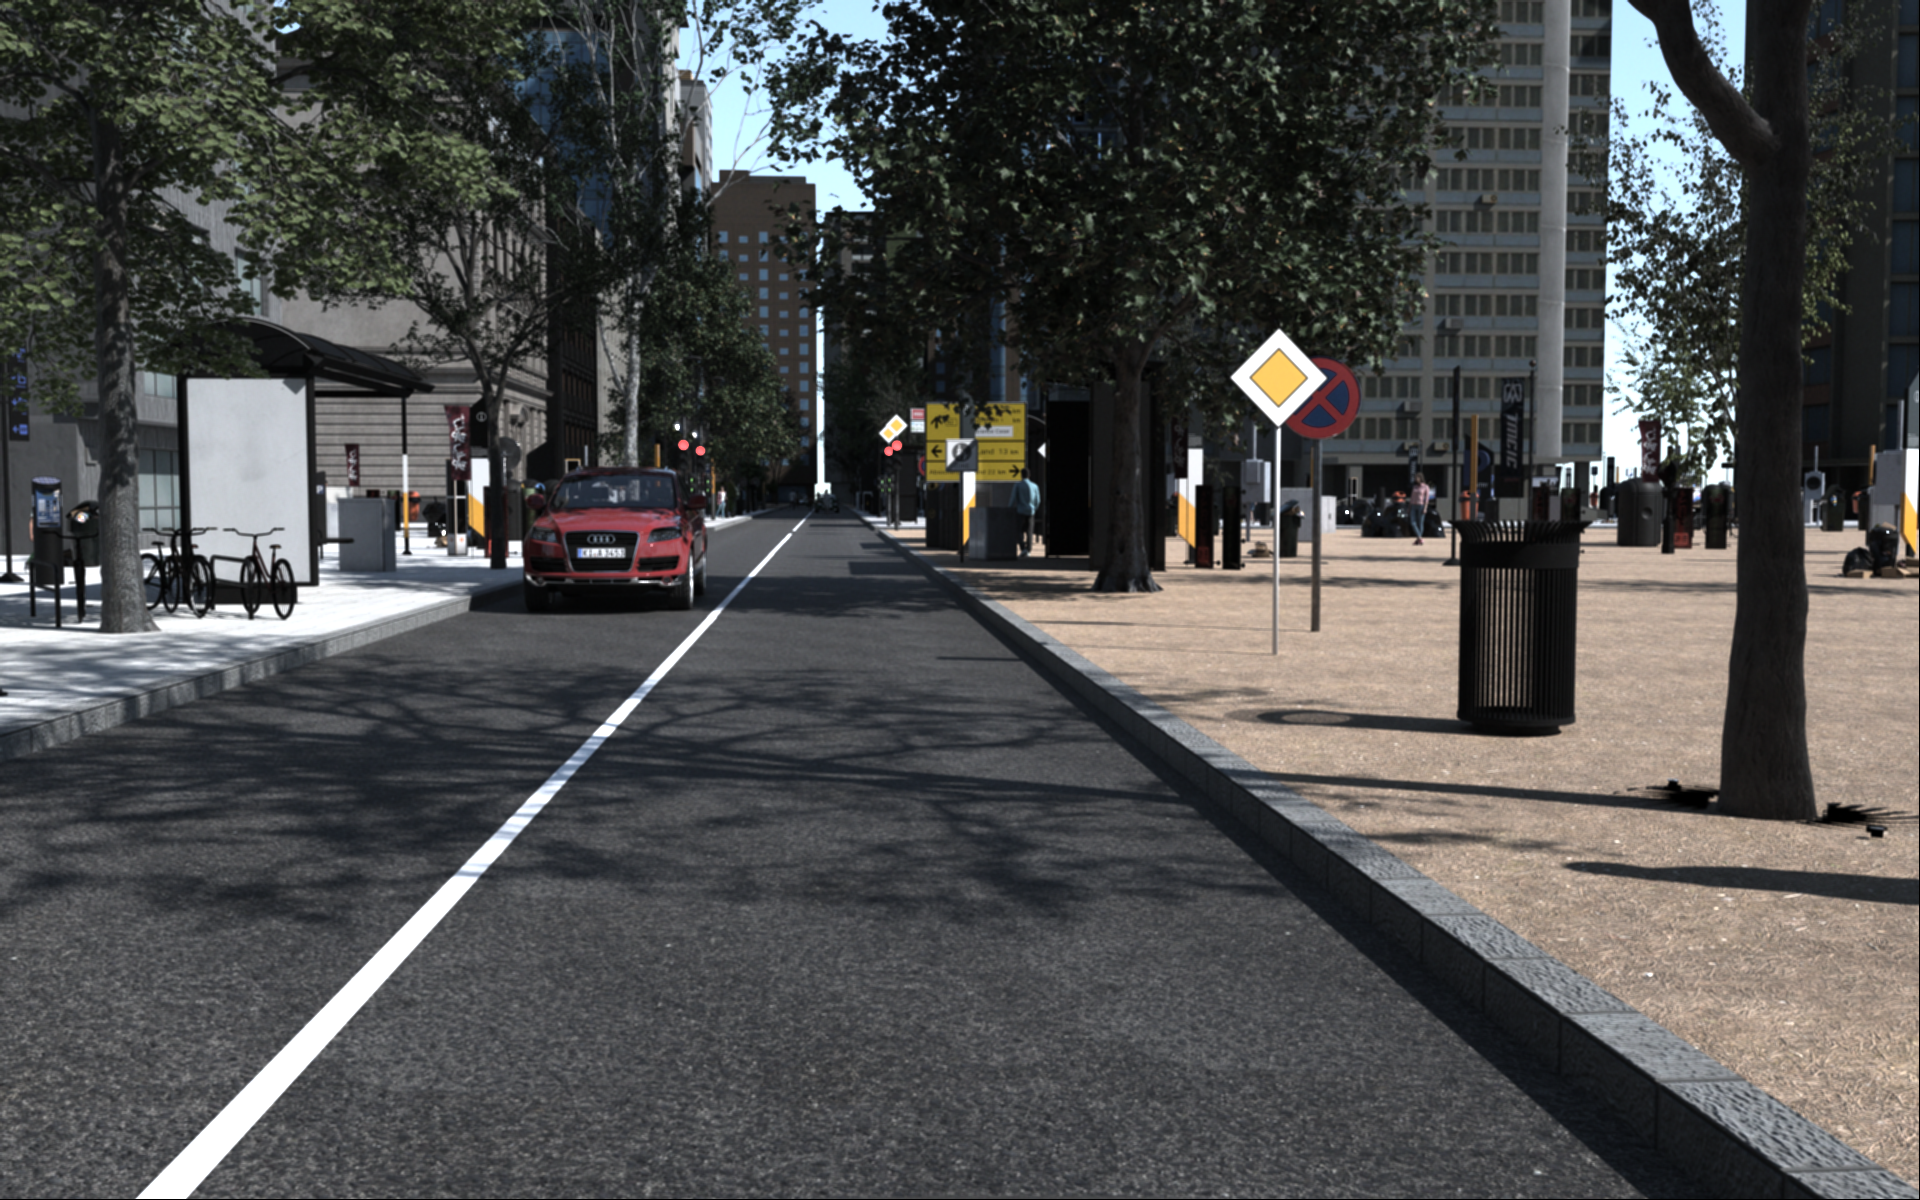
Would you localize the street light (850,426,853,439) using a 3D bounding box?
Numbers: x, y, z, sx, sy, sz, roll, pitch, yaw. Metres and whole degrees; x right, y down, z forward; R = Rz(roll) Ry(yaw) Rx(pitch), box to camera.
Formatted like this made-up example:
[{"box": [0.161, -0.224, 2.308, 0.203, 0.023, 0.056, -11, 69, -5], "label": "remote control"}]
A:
[{"box": [-6.811, -8.909, 118.197, 1.470, 5.913, 1.316, 0, 4, -4], "label": "street light"}]

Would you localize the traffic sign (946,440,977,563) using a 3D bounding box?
[{"box": [0.034, -1.849, 32.367, 0.606, 2.300, 0.079, 0, 4, 2], "label": "traffic sign"}]

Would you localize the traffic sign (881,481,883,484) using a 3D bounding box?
[{"box": [-4.055, -5.720, 95.649, 0.606, 2.300, 0.079, 0, 4, 3], "label": "traffic sign"}]

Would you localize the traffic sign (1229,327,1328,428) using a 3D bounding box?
[{"box": [2.534, -0.855, 13.721, 0.795, 2.593, 0.064, 0, 4, -3], "label": "traffic sign"}]

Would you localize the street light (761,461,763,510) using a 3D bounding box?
[{"box": [-13.778, -8.824, 116.814, 1.470, 5.913, 1.316, 0, 4, -4], "label": "street light"}]

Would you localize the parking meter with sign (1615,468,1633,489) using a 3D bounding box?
[{"box": [45.148, -7.476, 118.495, 0.543, 3.016, 1.738, -2, 4, -24], "label": "parking meter with sign"}]

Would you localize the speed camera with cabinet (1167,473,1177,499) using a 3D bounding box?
[{"box": [9.938, -4.992, 75.952, 2.038, 3.252, 0.660, -3, 5, -41], "label": "speed camera with cabinet"}]

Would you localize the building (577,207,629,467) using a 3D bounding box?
[{"box": [-28.845, -16.188, 119.431, 10.420, 20.320, 16.860, 0, 4, -4], "label": "building"}]

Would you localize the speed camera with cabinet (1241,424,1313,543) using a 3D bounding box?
[{"box": [8.584, -3.182, 46.361, 2.038, 3.252, 0.660, 2, 4, 27], "label": "speed camera with cabinet"}]

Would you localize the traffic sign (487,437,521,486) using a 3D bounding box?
[{"box": [-10.149, -2.353, 38.574, 0.768, 2.556, 0.104, 0, 4, 1], "label": "traffic sign"}]

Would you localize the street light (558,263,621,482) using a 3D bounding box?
[{"box": [-7.440, -3.800, 34.667, 1.470, 5.913, 1.316, 0, 4, -4], "label": "street light"}]

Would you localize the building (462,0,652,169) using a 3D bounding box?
[{"box": [-33.961, -30.480, 148.462, 14.600, 45.320, 14.200, 0, 4, -4], "label": "building"}]

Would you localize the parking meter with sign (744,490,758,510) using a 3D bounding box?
[{"box": [-16.809, -8.564, 136.276, 1.738, 3.016, 0.543, -1, 4, -8], "label": "parking meter with sign"}]

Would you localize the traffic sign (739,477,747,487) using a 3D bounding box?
[{"box": [-16.010, -7.806, 127.738, 0.768, 2.556, 0.104, 0, 4, 0], "label": "traffic sign"}]

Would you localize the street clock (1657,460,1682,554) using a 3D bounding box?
[{"box": [15.239, -1.997, 37.221, 0.358, 2.002, 0.471, -2, 4, -32], "label": "street clock"}]

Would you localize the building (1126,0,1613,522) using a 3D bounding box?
[{"box": [21.796, -24.696, 95.655, 23.993, 40.220, 32.217, 0, 4, -4], "label": "building"}]

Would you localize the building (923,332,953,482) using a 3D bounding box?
[{"box": [2.173, -36.332, 244.133, 14.200, 45.320, 14.600, 0, 4, -4], "label": "building"}]

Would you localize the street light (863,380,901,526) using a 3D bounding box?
[{"box": [-3.090, -5.998, 70.605, 1.470, 5.913, 1.316, 0, 4, -4], "label": "street light"}]

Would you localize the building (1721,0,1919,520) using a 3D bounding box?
[{"box": [56.613, -26.734, 91.726, 28.867, 44.769, 22.147, 0, 4, -4], "label": "building"}]

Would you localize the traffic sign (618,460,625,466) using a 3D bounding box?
[{"box": [-11.401, -3.654, 59.481, 0.795, 2.593, 0.064, 0, 4, 0], "label": "traffic sign"}]

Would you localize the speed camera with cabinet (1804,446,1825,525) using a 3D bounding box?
[{"box": [34.485, -4.716, 71.441, 2.038, 3.252, 0.660, 2, 4, 33], "label": "speed camera with cabinet"}]

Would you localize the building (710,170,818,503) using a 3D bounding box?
[{"box": [-27.153, -36.216, 242.239, 14.200, 45.320, 14.600, 0, 4, -4], "label": "building"}]

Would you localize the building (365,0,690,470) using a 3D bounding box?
[{"box": [-41.558, -35.453, 168.887, 28.713, 52.752, 27.495, 0, 4, -4], "label": "building"}]

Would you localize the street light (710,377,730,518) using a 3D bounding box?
[{"box": [-10.054, -5.888, 68.811, 1.470, 5.913, 1.316, 0, 4, -4], "label": "street light"}]

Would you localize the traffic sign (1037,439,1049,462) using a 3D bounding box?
[{"box": [2.033, -2.240, 36.354, 0.795, 2.593, 0.064, 0, 4, 2], "label": "traffic sign"}]

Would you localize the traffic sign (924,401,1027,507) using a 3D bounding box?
[{"box": [0.346, -2.708, 38.148, 2.265, 3.308, 0.079, 0, 4, 5], "label": "traffic sign"}]

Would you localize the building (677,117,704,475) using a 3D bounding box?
[{"box": [-37.491, -33.730, 201.596, 14.200, 45.320, 14.600, 0, 4, -4], "label": "building"}]

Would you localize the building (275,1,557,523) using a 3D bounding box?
[{"box": [-26.755, -15.676, 85.179, 11.050, 23.489, 19.941, 0, 4, -4], "label": "building"}]

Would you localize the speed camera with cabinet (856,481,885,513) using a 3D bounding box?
[{"box": [-7.012, -8.560, 134.290, 2.038, 3.252, 0.660, -1, 4, -21], "label": "speed camera with cabinet"}]

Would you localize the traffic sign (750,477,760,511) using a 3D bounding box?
[{"box": [-15.340, -7.935, 129.844, 0.768, 2.556, 0.104, 0, 4, 4], "label": "traffic sign"}]

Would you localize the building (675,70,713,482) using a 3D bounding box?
[{"box": [-48.886, -42.879, 243.066, 28.212, 58.520, 21.231, 0, 4, -4], "label": "building"}]

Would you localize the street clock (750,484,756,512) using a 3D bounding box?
[{"box": [-15.158, -7.492, 127.062, 0.358, 2.002, 0.471, -3, 5, -40], "label": "street clock"}]

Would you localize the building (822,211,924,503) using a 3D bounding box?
[{"box": [-12.260, -34.235, 243.339, 14.086, 41.232, 14.154, 0, 4, -4], "label": "building"}]

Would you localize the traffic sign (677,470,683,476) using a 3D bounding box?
[{"box": [-14.877, -5.615, 91.918, 0.768, 2.556, 0.104, 0, 4, -3], "label": "traffic sign"}]

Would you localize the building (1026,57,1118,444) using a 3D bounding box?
[{"box": [24.902, -57.218, 248.183, 31.000, 86.520, 22.319, 0, 4, -4], "label": "building"}]

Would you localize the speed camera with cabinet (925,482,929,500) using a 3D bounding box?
[{"box": [-0.403, -4.646, 70.293, 2.038, 3.252, 0.660, 2, 4, 28], "label": "speed camera with cabinet"}]

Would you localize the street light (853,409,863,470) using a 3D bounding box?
[{"box": [-4.937, -7.453, 94.402, 1.470, 5.913, 1.316, 0, 4, -4], "label": "street light"}]

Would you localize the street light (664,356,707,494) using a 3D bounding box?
[{"box": [-9.420, -5.261, 58.559, 1.470, 5.913, 1.316, 0, 4, -4], "label": "street light"}]

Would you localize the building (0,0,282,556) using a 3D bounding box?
[{"box": [-24.946, -21.887, 41.453, 14.086, 41.232, 14.154, 0, 4, -4], "label": "building"}]

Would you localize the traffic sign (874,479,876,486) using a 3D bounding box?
[{"box": [-6.001, -7.879, 128.922, 0.768, 2.556, 0.104, 0, 4, 5], "label": "traffic sign"}]

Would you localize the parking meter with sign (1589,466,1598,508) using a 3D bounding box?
[{"box": [39.070, -6.876, 108.680, 1.738, 3.016, 0.543, -1, 4, -15], "label": "parking meter with sign"}]

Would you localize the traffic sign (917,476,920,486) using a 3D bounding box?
[{"box": [-2.534, -5.778, 96.595, 0.606, 2.300, 0.079, 0, 4, -4], "label": "traffic sign"}]

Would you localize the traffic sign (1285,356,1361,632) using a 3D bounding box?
[{"box": [3.319, -0.978, 16.090, 0.768, 2.556, 0.104, 0, 4, 4], "label": "traffic sign"}]

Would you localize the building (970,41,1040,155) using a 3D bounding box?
[{"box": [7.431, -30.923, 155.702, 14.600, 45.320, 14.200, 0, 4, -4], "label": "building"}]

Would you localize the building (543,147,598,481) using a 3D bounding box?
[{"box": [-28.879, -16.713, 102.927, 12.332, 23.373, 15.834, 0, 4, -4], "label": "building"}]

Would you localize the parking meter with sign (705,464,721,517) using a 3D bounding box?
[{"box": [-16.045, -7.002, 110.747, 1.738, 3.016, 0.543, 0, 4, 2], "label": "parking meter with sign"}]

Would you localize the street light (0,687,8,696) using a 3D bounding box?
[{"box": [-5.704, -2.342, 10.829, 1.470, 5.913, 1.316, 0, 4, -4], "label": "street light"}]

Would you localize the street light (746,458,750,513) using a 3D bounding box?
[{"box": [-11.938, -7.343, 92.605, 1.470, 5.913, 1.316, 0, 4, -4], "label": "street light"}]

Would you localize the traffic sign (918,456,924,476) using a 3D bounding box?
[{"box": [-0.937, -3.338, 54.688, 0.768, 2.556, 0.104, 0, 4, 1], "label": "traffic sign"}]

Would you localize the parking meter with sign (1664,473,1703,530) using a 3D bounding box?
[{"box": [25.768, -4.040, 62.320, 1.738, 3.016, 0.543, 1, 4, 13], "label": "parking meter with sign"}]

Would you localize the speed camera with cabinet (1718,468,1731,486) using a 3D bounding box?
[{"box": [53.436, -7.809, 122.008, 0.660, 3.252, 2.038, -1, 4, -11], "label": "speed camera with cabinet"}]
